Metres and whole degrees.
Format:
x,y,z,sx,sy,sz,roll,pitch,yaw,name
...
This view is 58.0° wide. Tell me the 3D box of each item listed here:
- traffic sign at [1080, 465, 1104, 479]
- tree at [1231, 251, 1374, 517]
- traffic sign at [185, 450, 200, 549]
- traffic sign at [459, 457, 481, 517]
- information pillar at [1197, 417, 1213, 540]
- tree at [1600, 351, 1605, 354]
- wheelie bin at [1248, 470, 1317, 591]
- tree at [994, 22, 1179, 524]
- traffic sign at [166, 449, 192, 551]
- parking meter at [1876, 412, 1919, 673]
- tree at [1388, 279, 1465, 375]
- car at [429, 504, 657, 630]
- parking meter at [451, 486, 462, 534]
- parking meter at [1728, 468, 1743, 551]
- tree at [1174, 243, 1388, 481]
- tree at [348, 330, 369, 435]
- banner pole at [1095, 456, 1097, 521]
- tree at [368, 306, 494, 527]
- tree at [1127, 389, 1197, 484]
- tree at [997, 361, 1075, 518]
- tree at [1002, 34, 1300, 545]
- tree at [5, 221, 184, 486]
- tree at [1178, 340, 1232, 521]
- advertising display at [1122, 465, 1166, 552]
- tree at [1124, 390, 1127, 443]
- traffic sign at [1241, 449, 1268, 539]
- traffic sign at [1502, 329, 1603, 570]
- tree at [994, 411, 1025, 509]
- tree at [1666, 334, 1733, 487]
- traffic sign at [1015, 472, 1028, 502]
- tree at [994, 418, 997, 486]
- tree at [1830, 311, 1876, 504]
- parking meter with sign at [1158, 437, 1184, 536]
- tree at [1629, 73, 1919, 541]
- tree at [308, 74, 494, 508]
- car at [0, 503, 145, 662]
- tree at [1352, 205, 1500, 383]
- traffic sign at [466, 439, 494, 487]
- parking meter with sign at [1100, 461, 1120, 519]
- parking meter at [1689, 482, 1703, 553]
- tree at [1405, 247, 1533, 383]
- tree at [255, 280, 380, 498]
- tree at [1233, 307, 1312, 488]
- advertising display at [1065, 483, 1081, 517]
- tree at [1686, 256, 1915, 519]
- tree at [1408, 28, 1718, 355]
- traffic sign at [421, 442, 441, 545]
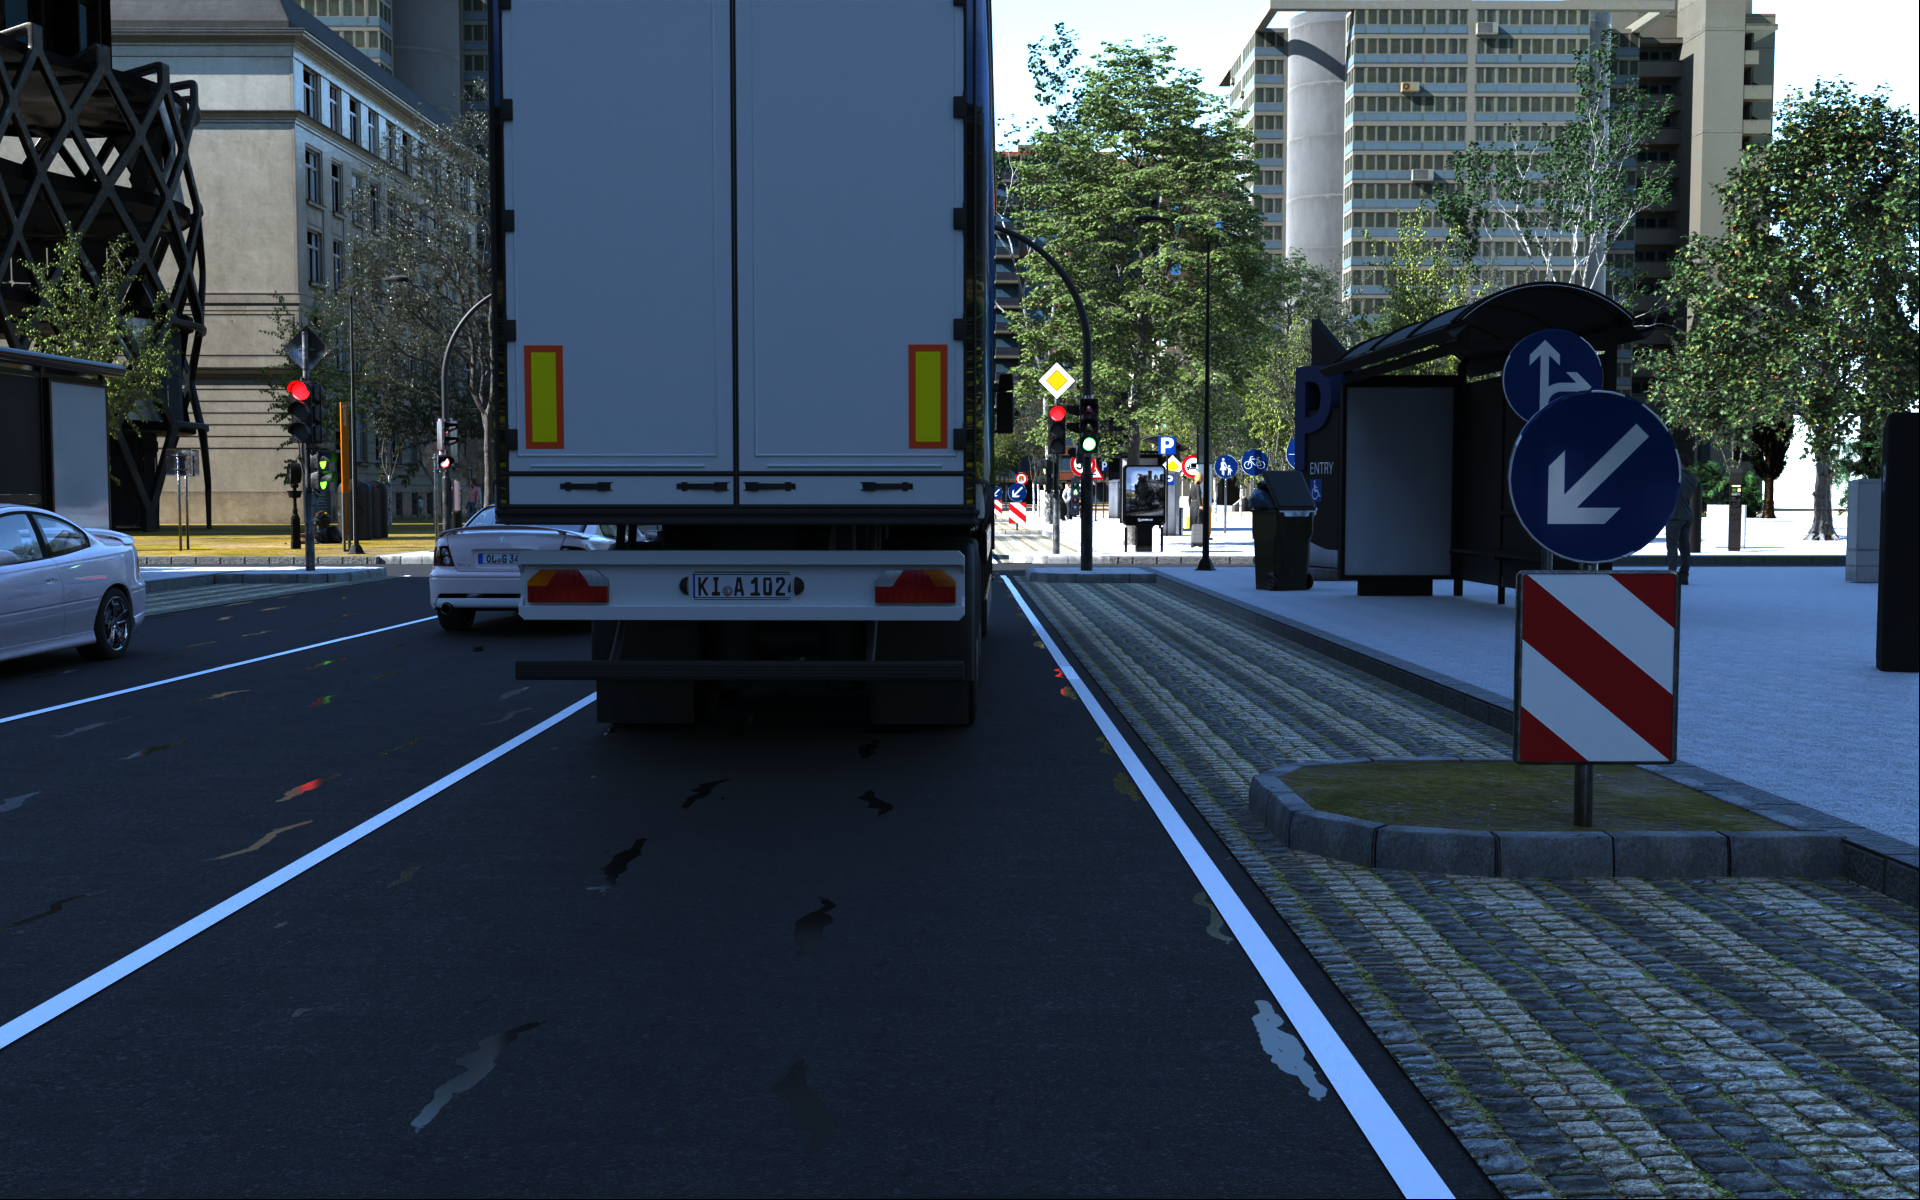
x,y,z,sx,sy,sz,roll,pitch,yaw,name
4.734,-3.801,62.145,0.884,2.594,0.081,0,4,4,traffic sign
10.804,-6.289,53.190,4.360,8.622,3.978,0,3,0,tree
-17.942,-2.328,40.193,0.606,2.300,0.079,0,3,0,traffic sign
-16.899,-3.646,59.719,0.768,2.556,0.104,0,4,8,traffic sign
6.825,-3.484,48.322,0.504,3.616,0.183,-2,4,-29,information pillar
29.778,-8.168,83.907,4.737,8.622,4.395,0,3,0,tree
4.289,-0.937,23.220,0.980,1.594,0.693,-2,4,-26,wheelie bin
3.096,-13.247,72.474,12.611,20.169,13.585,0,3,0,tree
-17.599,-2.258,39.052,0.606,2.300,0.079,0,4,5,traffic sign
6.848,-0.421,12.594,0.255,1.863,0.399,1,4,22,parking meter
26.531,-12.010,103.021,9.857,13.997,8.962,0,3,0,tree
-4.525,-0.444,19.626,2.083,1.381,4.827,0,4,1,car
-15.852,-2.816,54.451,0.372,1.533,0.369,0,3,0,parking meter
17.429,-2.032,38.936,0.255,1.863,0.399,2,4,24,parking meter
15.844,-11.137,88.738,9.857,13.997,8.962,0,3,0,tree
-23.702,-7.464,72.402,4.360,8.622,3.978,0,3,0,tree
6.395,-5.596,81.510,0.401,3.779,0.863,0,4,4,banner pole
-20.309,-7.123,66.828,4.360,8.622,3.978,0,3,0,tree
12.970,-9.365,103.484,4.737,8.622,4.395,0,3,0,tree
4.333,-8.796,94.174,4.360,8.622,3.978,0,3,0,tree
4.758,-7.664,43.431,7.486,12.596,7.792,0,3,0,tree
-23.861,-5.968,47.931,4.737,8.622,4.395,0,3,0,tree
12.075,-8.013,81.369,4.360,8.622,3.978,0,3,0,tree
4.077,-2.028,38.377,0.974,1.923,0.123,-1,4,-15,advertising display
12.062,-9.719,109.260,4.737,8.622,4.395,0,3,0,tree
8.332,-2.994,49.062,0.768,2.556,0.104,0,4,7,traffic sign
4.574,-0.817,13.459,0.768,2.556,0.104,0,4,3,traffic sign
4.040,-12.350,152.277,4.737,8.622,4.395,0,3,0,tree
27.448,-6.819,61.846,4.360,8.622,3.978,0,3,0,tree
3.587,-6.179,101.126,0.768,2.556,0.104,0,4,5,traffic sign
4.813,-9.773,110.145,4.360,8.622,3.978,0,3,0,tree
28.477,-6.522,56.997,4.360,8.622,3.978,0,3,0,tree
6.529,-3.490,53.321,0.543,3.016,1.738,1,4,18,parking meter with sign
23.776,-7.987,47.590,9.611,12.733,9.660,0,3,0,tree
-13.699,-8.560,50.318,12.009,13.543,11.850,0,3,0,tree
-8.207,-0.080,13.675,2.083,1.381,4.827,0,4,-1,car
11.919,-5.730,44.049,4.737,8.622,4.395,0,3,0,tree
-17.086,-4.279,63.834,2.265,3.308,0.079,0,4,5,traffic sign
8.135,-5.764,90.496,0.543,3.016,1.738,-3,5,-44,parking meter with sign
16.005,-1.800,37.841,0.372,1.533,0.369,0,3,0,parking meter
15.489,-6.249,52.538,4.360,8.622,3.978,0,3,0,tree
-22.581,-6.731,60.412,4.737,8.622,4.395,0,3,0,tree
12.894,-7.262,69.100,4.737,8.622,4.395,0,3,0,tree
6.454,-5.724,98.793,0.974,1.923,0.123,1,4,18,advertising display
47.063,-11.556,90.767,18.604,14.587,13.155,1,4,8,tree
25.504,-13.307,73.460,12.611,20.169,13.585,0,3,0,tree
-12.701,-2.561,41.986,0.768,2.556,0.104,1,4,9,traffic sign
